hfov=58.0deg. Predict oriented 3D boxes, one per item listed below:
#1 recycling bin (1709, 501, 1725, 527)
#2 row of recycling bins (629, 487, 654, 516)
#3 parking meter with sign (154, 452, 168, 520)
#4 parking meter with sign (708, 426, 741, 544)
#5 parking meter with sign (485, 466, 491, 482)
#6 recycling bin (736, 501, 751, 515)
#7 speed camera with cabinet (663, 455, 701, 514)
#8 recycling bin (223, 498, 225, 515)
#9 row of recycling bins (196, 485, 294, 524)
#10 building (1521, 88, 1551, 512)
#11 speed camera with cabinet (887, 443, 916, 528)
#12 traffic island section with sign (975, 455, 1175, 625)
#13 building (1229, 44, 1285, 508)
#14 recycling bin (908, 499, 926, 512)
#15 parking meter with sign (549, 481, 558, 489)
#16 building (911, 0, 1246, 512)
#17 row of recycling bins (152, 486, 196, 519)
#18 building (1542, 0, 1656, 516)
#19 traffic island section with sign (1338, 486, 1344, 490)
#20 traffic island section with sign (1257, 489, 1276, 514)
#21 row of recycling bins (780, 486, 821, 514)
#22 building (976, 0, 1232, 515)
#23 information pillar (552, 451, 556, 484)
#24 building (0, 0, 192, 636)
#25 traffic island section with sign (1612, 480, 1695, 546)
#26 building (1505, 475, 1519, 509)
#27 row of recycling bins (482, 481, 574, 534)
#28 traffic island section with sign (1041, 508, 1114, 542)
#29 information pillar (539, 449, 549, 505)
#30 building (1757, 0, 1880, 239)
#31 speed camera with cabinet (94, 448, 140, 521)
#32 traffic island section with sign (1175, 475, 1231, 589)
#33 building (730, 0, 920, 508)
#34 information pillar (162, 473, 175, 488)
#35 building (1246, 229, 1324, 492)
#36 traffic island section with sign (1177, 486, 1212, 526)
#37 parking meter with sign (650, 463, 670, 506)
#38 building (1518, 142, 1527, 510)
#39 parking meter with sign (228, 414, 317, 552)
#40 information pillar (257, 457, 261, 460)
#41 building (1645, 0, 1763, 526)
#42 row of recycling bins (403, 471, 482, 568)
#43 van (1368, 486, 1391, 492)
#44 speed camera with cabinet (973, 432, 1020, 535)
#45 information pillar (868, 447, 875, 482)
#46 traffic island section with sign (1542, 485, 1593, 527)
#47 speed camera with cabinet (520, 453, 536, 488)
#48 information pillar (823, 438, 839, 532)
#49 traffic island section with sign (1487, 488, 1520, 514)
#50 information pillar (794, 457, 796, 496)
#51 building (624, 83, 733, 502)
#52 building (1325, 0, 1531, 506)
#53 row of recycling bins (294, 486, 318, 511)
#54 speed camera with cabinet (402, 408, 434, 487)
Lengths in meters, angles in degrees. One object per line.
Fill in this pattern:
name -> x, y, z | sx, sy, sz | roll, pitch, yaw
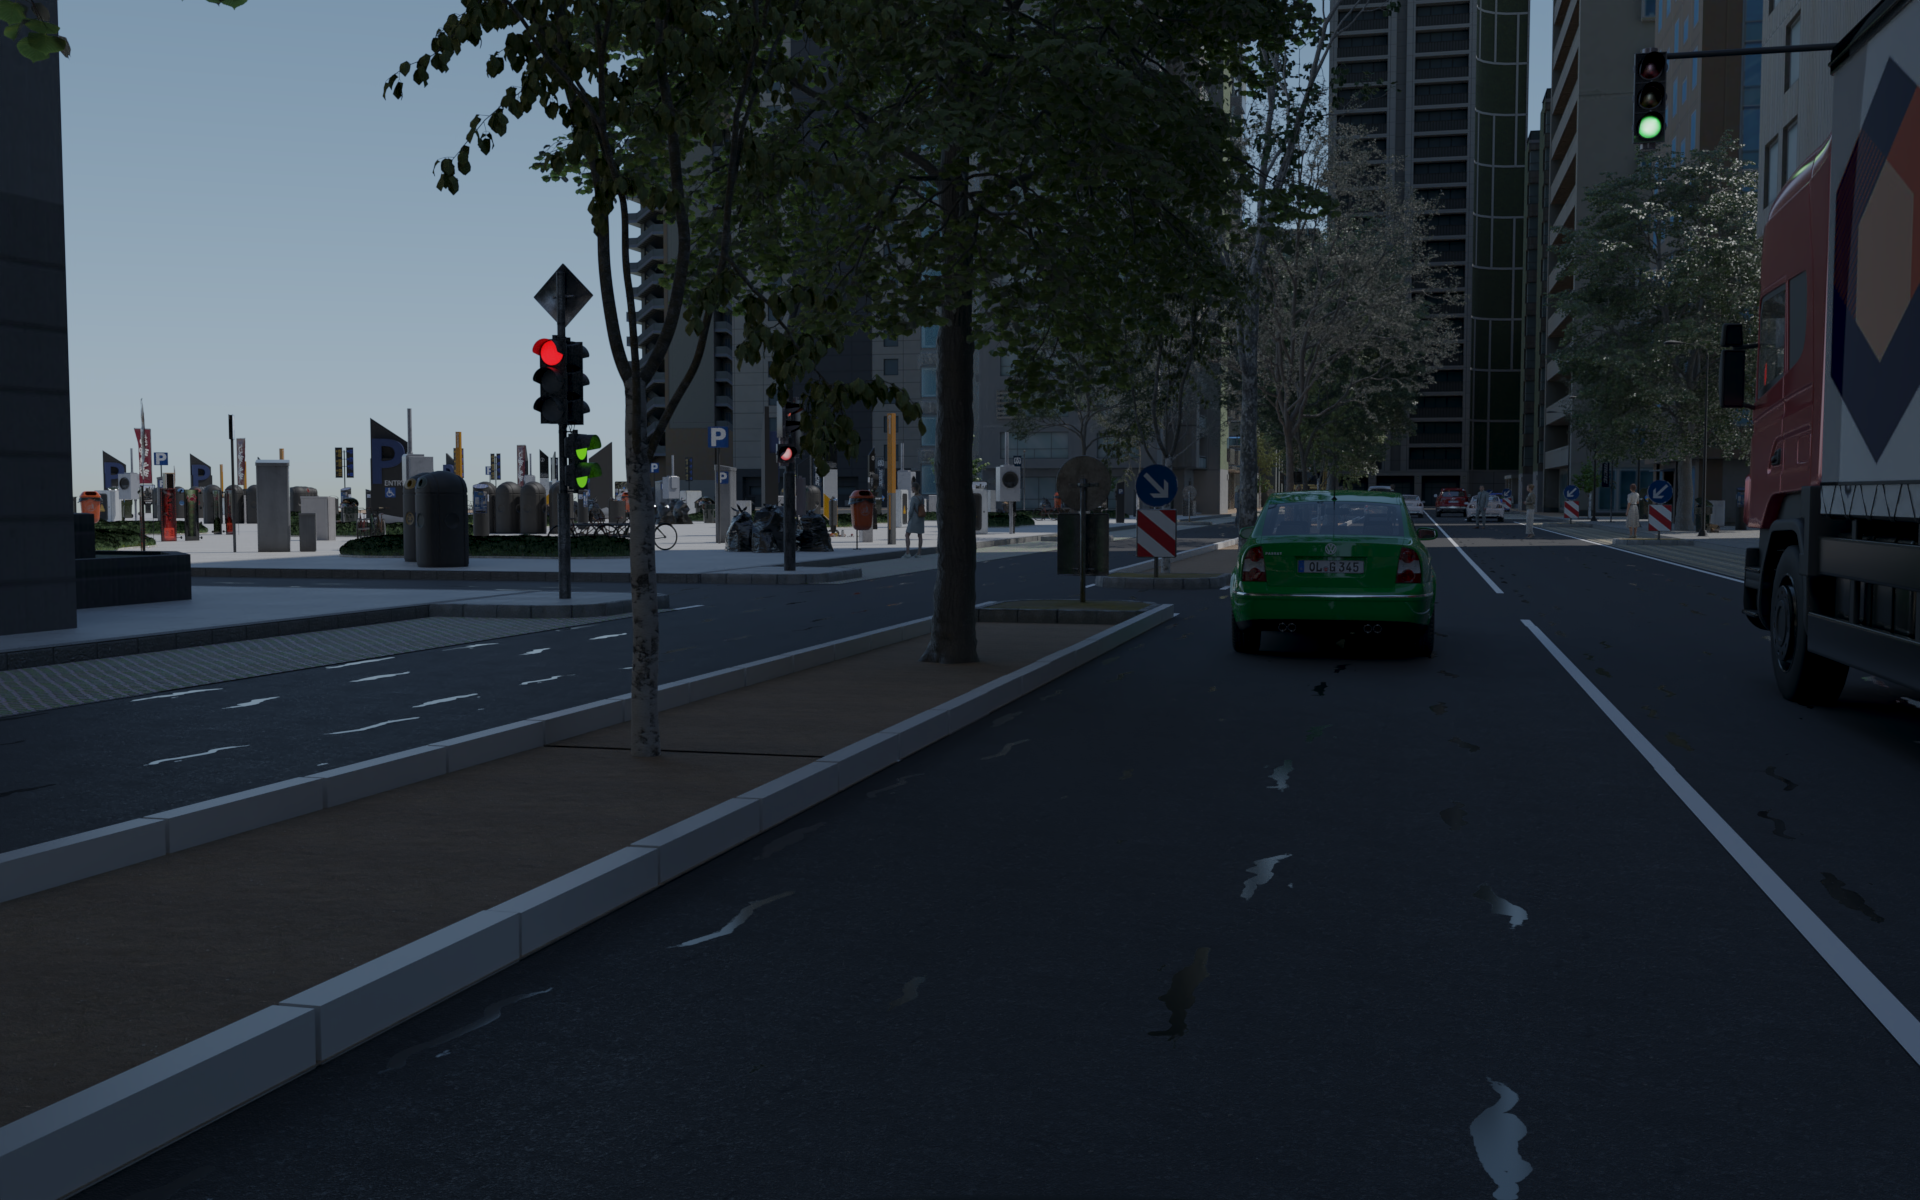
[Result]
recycling bin -> 29.247, -3.349, 67.307 | 0.722, 1.027, 0.722 | 1, 4, 8
row of recycling bins -> -18.130, -5.563, 98.066 | 1.069, 1.692, 3.534 | 2, 4, 28
parking meter with sign -> -32.911, -4.597, 71.423 | 0.543, 3.016, 1.738 | -2, 4, -25
parking meter with sign -> -6.135, -3.014, 45.547 | 0.543, 3.016, 1.738 | 0, 4, 6
parking meter with sign -> -29.788, -6.909, 109.231 | 0.543, 3.016, 1.738 | -2, 4, -26
recycling bin -> -8.489, -3.306, 66.604 | 0.722, 1.027, 0.722 | -2, 4, -30
speed camera with cabinet -> -14.258, -5.781, 88.857 | 2.038, 3.252, 0.660 | -3, 5, -44
recycling bin -> -44.723, -5.705, 105.827 | 0.722, 1.027, 0.722 | 3, 5, 42
row of recycling bins -> -30.904, -4.150, 74.963 | 3.534, 1.692, 1.069 | -1, 4, -10
building -> 48.807, -21.603, 124.904 | 14.160, 30.474, 14.107 | 1, 4, 14
speed camera with cabinet -> -2.243, -4.435, 66.854 | 0.660, 3.252, 2.038 | 1, 4, 15
traffic island section with sign -> 1.302, -0.722, 19.938 | 2.006, 1.907, 1.989 | 1, 4, 14
building -> 15.494, -52.309, 167.929 | 31.000, 86.520, 22.319 | 1, 4, 14
recycling bin -> -2.246, -4.802, 91.068 | 0.722, 1.027, 0.722 | 2, 4, 27
parking meter with sign -> -22.949, -6.229, 98.101 | 1.738, 3.016, 0.543 | 2, 4, 30
building -> 9.924, -31.397, 132.957 | 23.786, 49.044, 30.456 | 1, 4, 14
row of recycling bins -> -41.016, -5.185, 91.879 | 1.069, 1.692, 3.534 | 3, 5, 43
building -> 48.112, -29.493, 105.919 | 21.300, 48.544, 21.600 | 1, 4, 14
traffic island section with sign -> 21.979, -5.610, 99.862 | 2.006, 1.907, 1.989 | 1, 4, 14
traffic island section with sign -> 22.949, -7.268, 127.461 | 1.989, 1.847, 2.006 | 1, 4, 14
row of recycling bins -> -7.808, -4.763, 84.987 | 1.069, 1.692, 3.534 | -2, 4, -29
building -> 9.471, -26.091, 110.178 | 14.154, 41.232, 14.086 | 1, 4, 14
information pillar -> -22.321, -6.357, 95.288 | 0.183, 3.616, 0.504 | -2, 4, -31
building -> -23.126, -28.865, 13.942 | 28.212, 58.520, 21.231 | 1, 4, 14
traffic island section with sign -> 19.538, -2.463, 48.900 | 1.989, 1.847, 2.006 | 1, 4, 14
building -> 66.089, -28.300, 154.579 | 32.217, 40.220, 23.993 | 1, 4, 14
row of recycling bins -> -14.154, -2.995, 56.087 | 3.534, 1.692, 1.069 | 1, 4, 14
traffic island section with sign -> 3.625, -2.699, 52.763 | 1.989, 1.847, 2.006 | 1, 4, 14
information pillar -> -21.610, -6.033, 89.992 | 0.504, 3.616, 0.183 | -2, 4, -26
building -> 32.235, -27.134, 32.878 | 27.495, 52.752, 28.713 | 1, 4, 14
speed camera with cabinet -> -36.398, -4.918, 74.737 | 2.038, 3.252, 0.660 | 1, 4, 19
traffic island section with sign -> 3.166, -1.160, 27.107 | 2.006, 1.907, 1.989 | 1, 4, 14
building -> -9.665, -45.025, 174.410 | 20.611, 71.187, 20.563 | 1, 4, 14
information pillar -> -27.163, -3.364, 59.489 | 0.304, 2.012, 0.304 | -3, 5, -42
building -> 32.907, -25.652, 191.106 | 14.107, 30.474, 14.160 | 1, 4, 14
traffic island section with sign -> 10.555, -4.337, 79.540 | 1.989, 1.847, 2.006 | 1, 4, 14
parking meter with sign -> -16.641, -6.119, 96.311 | 0.543, 3.016, 1.738 | -2, 4, -35
building -> 52.258, -22.453, 138.803 | 14.160, 30.474, 14.107 | 1, 4, 14
parking meter with sign -> -15.172, -2.570, 38.277 | 1.738, 3.016, 0.543 | -1, 4, -18
information pillar -> -43.861, -7.176, 108.682 | 0.504, 3.616, 0.183 | 2, 4, 26
building -> 37.763, -25.884, 73.315 | 14.600, 45.320, 14.200 | 1, 4, 14
row of recycling bins -> -9.595, -1.509, 31.783 | 1.069, 1.692, 3.534 | -1, 4, -22
van -> 22.199, -5.161, 91.389 | 2.013, 2.044, 4.112 | 1, 4, 14
speed camera with cabinet -> 0.862, -3.710, 54.993 | 2.038, 3.252, 0.660 | -1, 4, -13
information pillar -> -4.396, -5.799, 86.174 | 0.183, 3.616, 0.504 | 2, 4, 33
traffic island section with sign -> 26.293, -4.059, 74.998 | 1.989, 1.847, 2.006 | 1, 4, 14
speed camera with cabinet -> -21.470, -5.526, 84.678 | 0.660, 3.252, 2.038 | -3, 5, -41
information pillar -> -4.370, -4.110, 58.560 | 0.504, 3.616, 0.183 | -1, 4, -20
traffic island section with sign -> 38.792, -7.018, 123.367 | 1.989, 1.847, 2.006 | 1, 4, 14
information pillar -> -7.887, -5.570, 82.416 | 0.183, 3.616, 0.504 | 0, 4, -2
building -> -25.703, -32.574, 182.689 | 14.200, 45.320, 14.600 | 1, 4, 14
building -> 50.943, -45.900, 188.720 | 20.611, 71.187, 20.563 | 1, 4, 14
row of recycling bins -> -38.666, -5.780, 101.622 | 1.069, 1.692, 3.534 | 0, 3, 0
speed camera with cabinet -> -12.176, -2.765, 39.539 | 0.660, 3.252, 2.038 | -2, 4, -32
